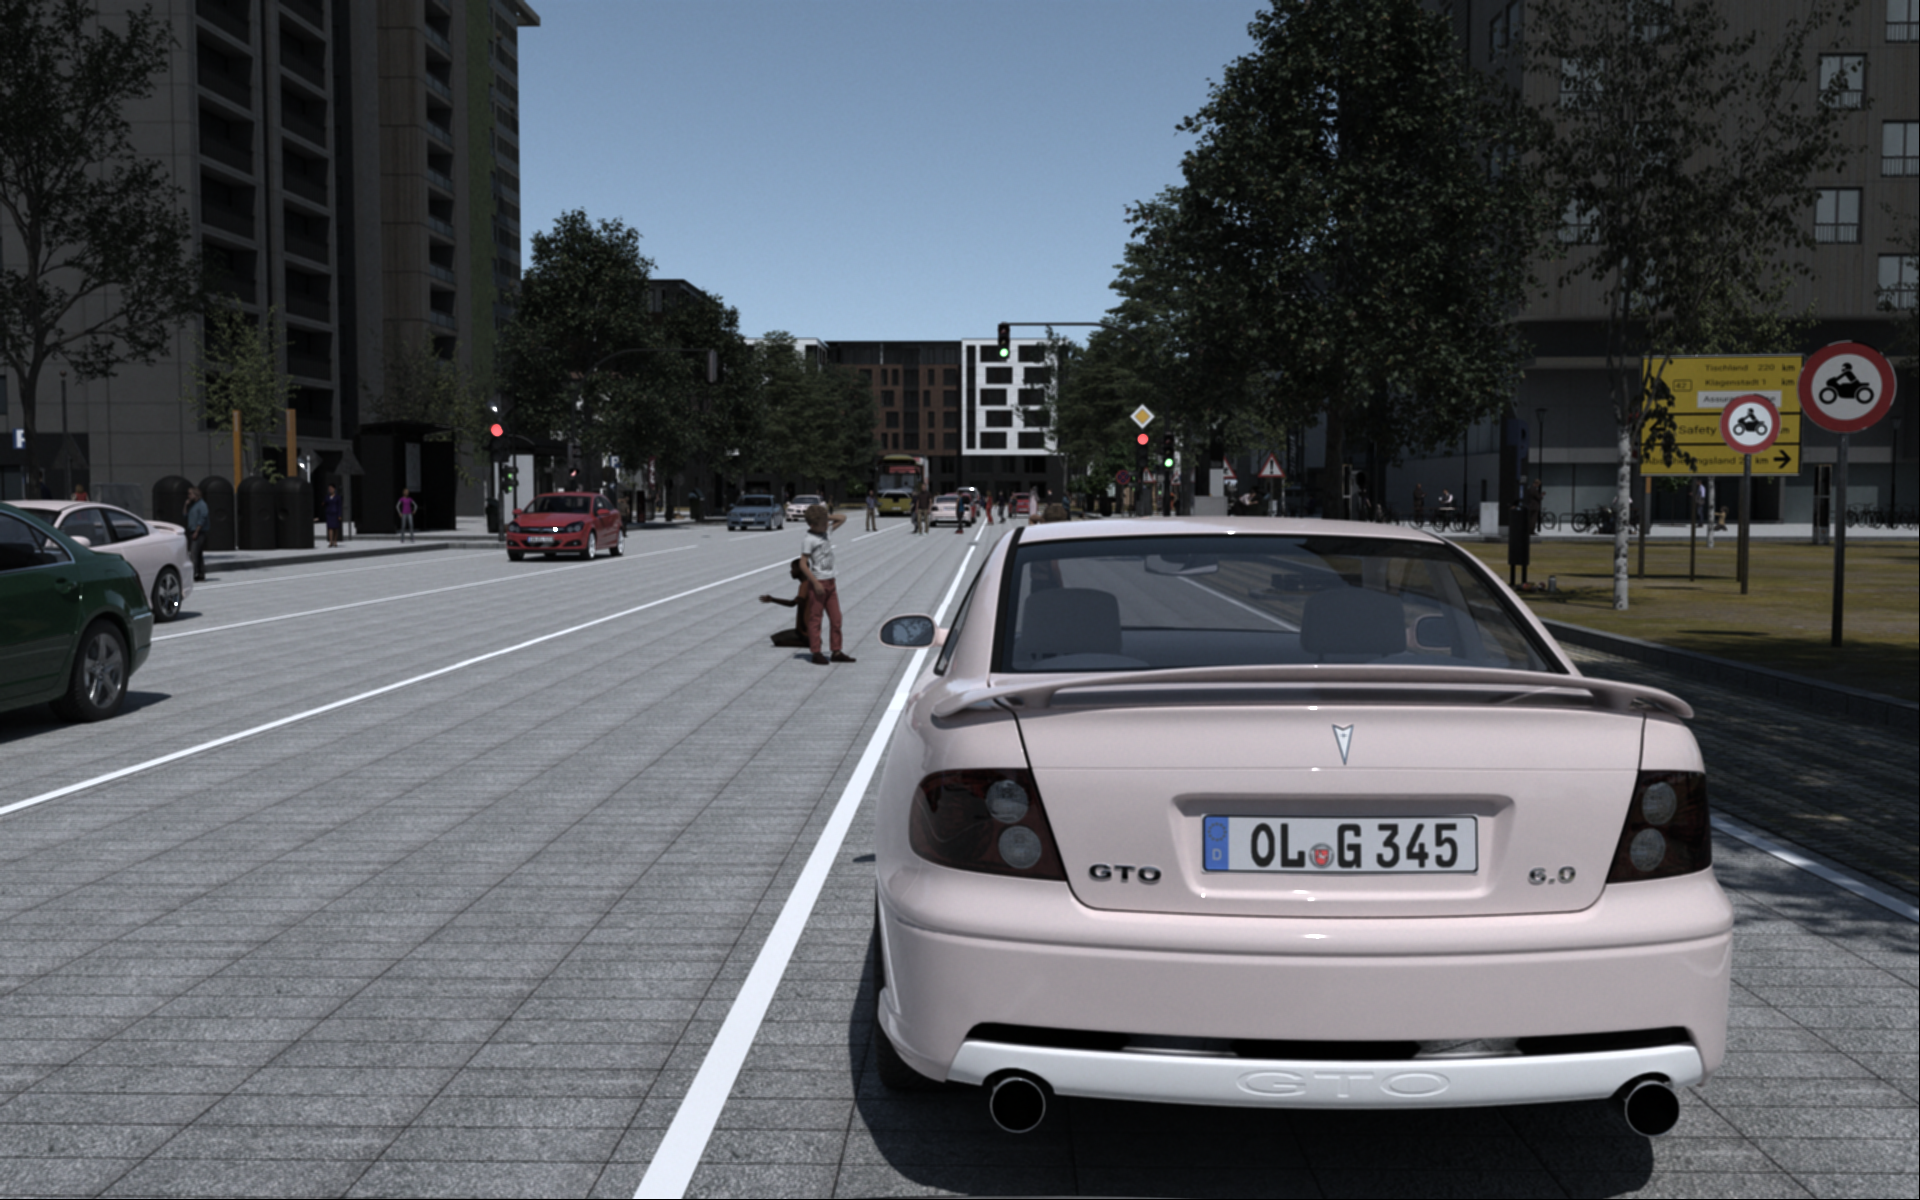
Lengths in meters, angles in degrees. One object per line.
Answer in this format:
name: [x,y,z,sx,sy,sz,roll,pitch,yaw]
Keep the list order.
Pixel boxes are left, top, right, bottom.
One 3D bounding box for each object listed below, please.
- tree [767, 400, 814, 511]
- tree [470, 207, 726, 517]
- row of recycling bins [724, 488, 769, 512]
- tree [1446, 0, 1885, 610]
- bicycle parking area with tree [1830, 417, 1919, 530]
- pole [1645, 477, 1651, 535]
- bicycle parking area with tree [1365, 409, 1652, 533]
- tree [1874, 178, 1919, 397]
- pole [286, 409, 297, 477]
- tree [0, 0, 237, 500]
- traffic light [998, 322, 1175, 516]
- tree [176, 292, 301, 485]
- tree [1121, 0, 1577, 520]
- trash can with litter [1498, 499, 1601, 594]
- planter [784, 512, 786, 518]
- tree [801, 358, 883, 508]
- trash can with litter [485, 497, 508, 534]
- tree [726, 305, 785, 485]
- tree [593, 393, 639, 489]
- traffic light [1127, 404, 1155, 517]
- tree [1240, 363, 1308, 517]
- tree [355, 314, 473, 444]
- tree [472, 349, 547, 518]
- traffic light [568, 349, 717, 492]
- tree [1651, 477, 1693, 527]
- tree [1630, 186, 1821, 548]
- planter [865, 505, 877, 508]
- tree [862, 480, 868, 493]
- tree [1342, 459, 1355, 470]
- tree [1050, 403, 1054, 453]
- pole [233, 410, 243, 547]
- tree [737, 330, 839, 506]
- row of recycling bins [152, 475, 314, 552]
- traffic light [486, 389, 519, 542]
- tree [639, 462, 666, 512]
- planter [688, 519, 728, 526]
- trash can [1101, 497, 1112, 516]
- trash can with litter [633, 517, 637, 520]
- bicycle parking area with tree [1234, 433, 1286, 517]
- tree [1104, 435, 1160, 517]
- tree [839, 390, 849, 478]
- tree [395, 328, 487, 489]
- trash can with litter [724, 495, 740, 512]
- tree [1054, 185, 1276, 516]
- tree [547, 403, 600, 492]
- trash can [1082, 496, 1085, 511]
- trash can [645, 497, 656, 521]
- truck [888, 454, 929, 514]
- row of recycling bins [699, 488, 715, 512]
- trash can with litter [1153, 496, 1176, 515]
tree: [-12.998,-10.926,128.995,4.737,8.622,4.395,0,3,0]
tree: [-14.864,-9.318,69.354,9.611,12.733,9.660,0,3,0]
row of recycling bins: [-15.325,-7.132,123.724,1.069,1.692,3.534,3,5,41]
tree: [7.568,-4.193,18.912,4.360,8.622,3.978,0,3,0]
bicycle parking area with tree: [37.423,-4.755,64.753,8.231,4.147,9.016,1,4,12]
pole: [21.707,-3.719,54.656,0.158,3.312,0.155,0,3,0]
bicycle parking area with tree: [18.876,-4.520,60.896,9.016,4.147,8.231,0,4,2]
tree: [22.918,-5.460,39.641,4.360,8.622,3.978,0,3,0]
pole: [-16.025,-2.919,41.570,0.158,3.312,0.155,0,3,0]
tree: [-15.889,-5.780,28.915,8.767,10.594,7.601,2,4,31]
traffic light: [3.380,-4.356,45.889,4.771,5.953,1.251,0,4,1]
tree: [-25.780,-6.863,62.572,4.737,8.622,4.395,0,3,0]
tree: [8.002,-7.317,36.640,9.611,12.733,9.660,0,3,0]
trash can with litter: [7.536,-0.754,23.383,1.678,1.210,2.233,0,4,1]
planter: [-10.671,-5.193,106.049,1.991,0.319,1.994,0,4,1]
tree: [-11.673,-15.763,164.386,9.857,13.997,8.962,0,3,0]
trash can with litter: [-15.016,-2.768,56.642,1.055,1.170,0.624,2,4,31]
tree: [-14.390,-10.959,96.182,9.611,12.733,9.660,0,3,0]
tree: [-21.168,-9.468,105.164,4.737,8.622,4.395,0,3,0]
traffic light: [5.651,-3.978,53.967,0.839,4.253,0.868,0,4,1]
tree: [16.634,-8.543,90.034,4.737,8.622,4.395,0,3,0]
tree: [-22.407,-7.356,70.631,4.360,8.622,3.978,0,3,0]
tree: [-24.995,-8.658,91.923,4.360,8.622,3.978,0,3,0]
traffic light: [-10.013,-4.873,54.335,4.771,5.953,1.251,0,4,1]
tree: [28.292,-4.550,68.992,1.663,3.219,1.824,0,3,0]
tree: [17.861,-5.535,40.861,4.737,8.622,4.395,0,3,0]
planter: [-8.954,-9.918,183.302,1.991,0.319,1.994,0,4,1]
tree: [-11.699,-12.685,202.004,1.663,3.219,1.824,0,3,0]
tree: [21.257,-6.139,94.975,1.663,3.219,1.824,0,3,0]
tree: [10.023,-11.802,111.089,7.486,12.596,7.792,0,3,0]
pole: [-17.542,-2.953,42.117,0.158,3.312,0.155,0,3,0]
tree: [-13.024,-12.372,120.409,7.486,12.596,7.792,0,3,0]
row of recycling bins: [-16.460,-1.975,39.411,1.069,1.692,3.534,3,5,45]
traffic light: [-12.284,-3.513,46.363,0.839,4.253,0.868,0,4,1]
tree: [-21.564,-10.725,125.723,4.360,8.622,3.978,0,3,0]
planter: [-11.266,-3.546,79.112,1.991,0.319,1.994,0,4,1]
trash can: [8.414,-5.372,99.484,0.748,1.137,0.748,0,3,0]
trash can with litter: [-17.076,-4.670,87.409,2.233,1.210,1.678,1,4,8]
bicycle parking area with tree: [16.580,-5.745,80.937,8.231,4.147,9.016,1,4,17]
tree: [9.435,-6.859,95.863,4.285,4.588,4.351,0,3,0]
tree: [-12.792,-13.422,137.573,7.486,12.596,7.792,0,3,0]
tree: [-22.929,-7.733,76.805,4.737,8.622,4.395,0,3,0]
trash can with litter: [-15.756,-6.518,117.620,2.233,1.210,1.678,2,4,25]
tree: [8.668,-8.913,63.856,7.486,12.596,7.792,0,3,0]
tree: [-22.781,-9.029,97.991,4.360,8.622,3.978,0,3,0]
trash can: [9.202,-6.971,125.635,0.748,1.137,0.748,0,3,0]
trash can: [-15.133,-4.432,84.125,0.748,1.137,0.748,0,3,0]
truck: [-3.782,-8.246,123.742,2.839,4.237,11.283,0,4,2]
row of recycling bins: [-16.199,-6.341,110.795,1.069,1.692,3.534,0,4,1]
trash can with litter: [12.544,-5.755,105.148,2.233,1.210,1.678,3,4,36]
